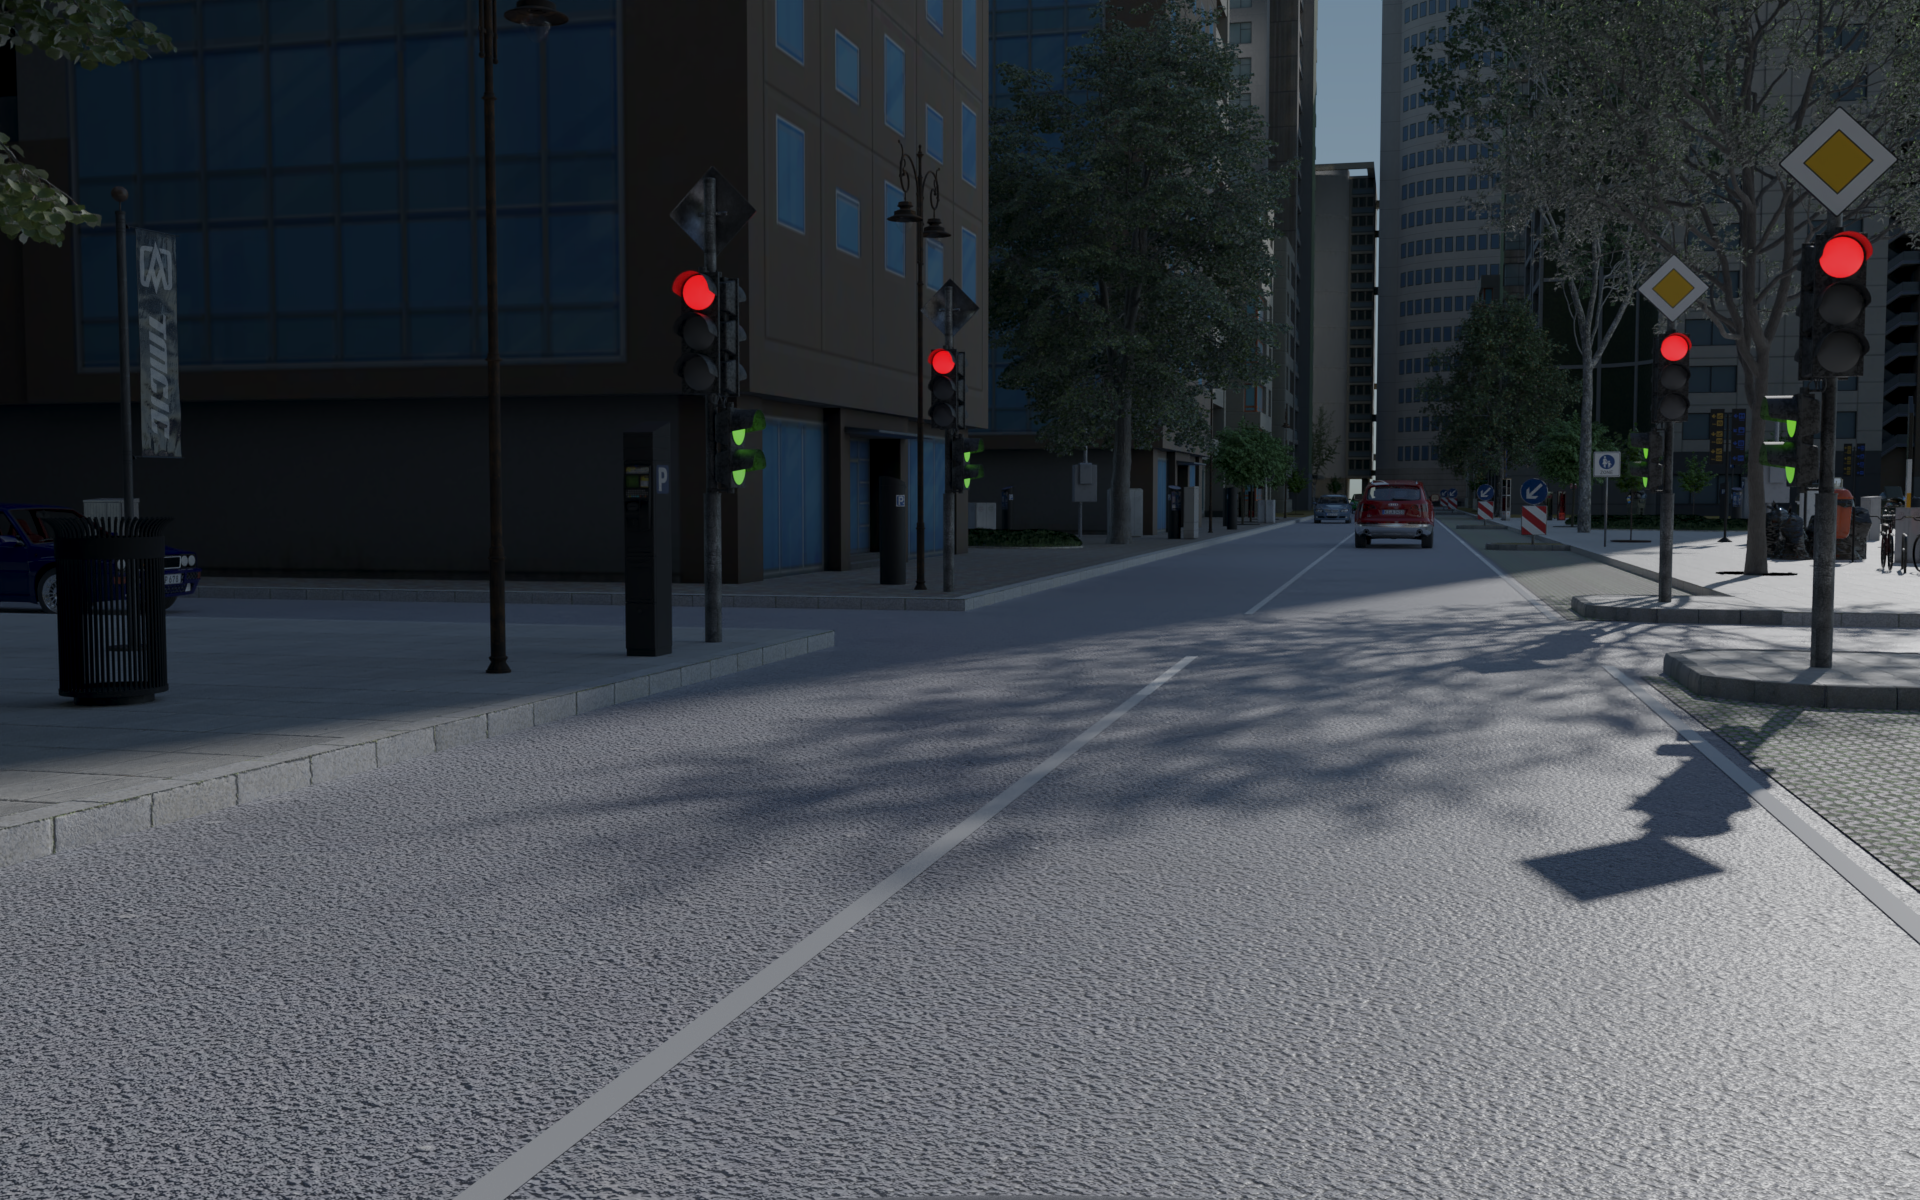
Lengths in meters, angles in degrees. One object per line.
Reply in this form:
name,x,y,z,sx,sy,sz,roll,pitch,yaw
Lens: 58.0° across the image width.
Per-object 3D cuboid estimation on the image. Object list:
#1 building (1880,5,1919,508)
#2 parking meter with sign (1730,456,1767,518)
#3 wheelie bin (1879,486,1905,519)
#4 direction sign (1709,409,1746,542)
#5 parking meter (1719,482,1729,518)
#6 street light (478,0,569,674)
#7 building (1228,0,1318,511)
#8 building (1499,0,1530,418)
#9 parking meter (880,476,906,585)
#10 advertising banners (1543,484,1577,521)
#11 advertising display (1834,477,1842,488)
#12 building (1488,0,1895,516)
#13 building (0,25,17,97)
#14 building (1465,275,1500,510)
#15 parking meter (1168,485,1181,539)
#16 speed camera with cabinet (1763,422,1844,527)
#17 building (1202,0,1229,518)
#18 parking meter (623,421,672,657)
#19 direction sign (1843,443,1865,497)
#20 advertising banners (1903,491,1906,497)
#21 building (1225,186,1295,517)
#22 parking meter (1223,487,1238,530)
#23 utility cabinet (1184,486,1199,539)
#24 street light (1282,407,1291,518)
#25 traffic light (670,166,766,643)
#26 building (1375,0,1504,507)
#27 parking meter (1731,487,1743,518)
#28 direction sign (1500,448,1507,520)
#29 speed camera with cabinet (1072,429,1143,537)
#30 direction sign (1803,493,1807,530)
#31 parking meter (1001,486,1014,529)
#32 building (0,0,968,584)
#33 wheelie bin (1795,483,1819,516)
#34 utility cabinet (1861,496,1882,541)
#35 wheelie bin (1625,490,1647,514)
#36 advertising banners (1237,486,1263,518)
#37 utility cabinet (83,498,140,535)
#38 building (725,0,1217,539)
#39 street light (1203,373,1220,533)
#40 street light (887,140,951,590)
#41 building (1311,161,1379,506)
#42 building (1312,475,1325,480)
building,83.275,-30.467,148.251,14.200,45.320,14.600,1,4,14
parking meter with sign,36.142,-5.069,79.147,1.738,3.016,0.543,0,4,6
wheelie bin,38.655,-3.913,71.891,0.980,1.594,0.693,1,4,9
direction sign,20.372,-3.304,46.025,0.876,3.537,0.379,1,4,13
parking meter,35.971,-4.640,81.568,0.399,1.863,0.255,2,4,35
street light,-3.317,-2.415,12.270,0.468,5.910,1.993,1,4,14
building,19.693,-27.469,132.718,14.154,41.232,14.086,1,4,14
building,47.072,-27.150,127.505,14.154,41.232,14.086,1,4,14
parking meter,-0.955,-0.990,24.590,0.372,1.533,0.369,0,3,0
advertising banners,29.174,-5.372,84.025,2.074,3.025,0.090,-1,4,-20
advertising display,33.812,-3.784,67.077,0.974,1.923,0.123,-2,4,-35
building,44.851,-40.999,108.588,20.563,71.187,20.611,1,4,14
building,-21.461,-16.074,34.515,14.107,30.474,14.160,1,4,14
building,58.035,-18.496,147.445,27.650,21.520,28.899,1,4,14
parking meter,6.126,-2.510,49.448,0.372,1.533,0.369,0,3,0
speed camera with cabinet,22.231,-3.145,45.760,2.038,3.252,0.660,1,4,11
building,1.759,-28.342,87.101,21.300,48.544,21.600,1,4,14
parking meter,-2.480,-0.492,13.756,0.255,1.863,0.399,1,4,15
direction sign,39.962,-5.228,77.471,0.876,3.537,0.379,3,5,41
advertising banners,42.950,-5.041,78.610,0.090,3.025,2.074,2,4,33
building,7.080,-16.473,114.377,27.650,21.520,28.899,1,4,14
parking meter,9.813,-3.305,62.450,0.372,1.533,0.369,0,3,0
utility cabinet,6.620,-2.507,49.664,0.318,1.500,1.173,1,4,14
street light,17.317,-7.295,92.066,0.468,5.910,1.993,1,4,14
traffic light,-2.121,-1.589,14.893,0.839,4.253,0.868,1,4,14
building,58.505,-39.148,182.063,28.212,58.520,21.231,1,4,14
parking meter,28.696,-3.400,64.001,0.372,1.533,0.369,0,3,0
direction sign,27.077,-5.752,86.044,0.379,3.537,0.876,2,4,24
speed camera with cabinet,4.384,-3.496,51.503,2.038,3.252,0.660,0,4,-4
direction sign,21.461,-3.176,43.930,0.379,3.537,0.876,3,4,36
parking meter,1.453,-2.728,53.015,0.372,1.533,0.369,0,3,0
building,-7.835,-23.319,31.385,14.600,45.320,14.200,1,4,14
wheelie bin,25.176,-2.651,51.245,0.693,1.594,0.980,0,4,-6
utility cabinet,25.266,-2.258,48.086,0.306,1.237,1.020,1,4,14
wheelie bin,29.957,-4.207,76.692,0.980,1.594,0.693,-3,4,-36
advertising banners,15.783,-5.974,93.866,0.090,3.025,2.074,-2,4,-35
utility cabinet,-12.483,-0.876,25.485,1.020,1.237,0.306,2,4,35
building,1.319,-25.108,60.622,14.600,45.320,14.200,1,4,14
street light,8.302,-5.165,57.238,0.468,5.910,1.993,1,4,14
street light,-0.529,-3.076,23.076,0.468,5.910,1.993,1,4,14
building,34.702,-30.763,194.854,23.993,40.220,32.217,1,4,14
building,19.064,-31.001,161.496,28.867,44.769,22.147,1,4,14
